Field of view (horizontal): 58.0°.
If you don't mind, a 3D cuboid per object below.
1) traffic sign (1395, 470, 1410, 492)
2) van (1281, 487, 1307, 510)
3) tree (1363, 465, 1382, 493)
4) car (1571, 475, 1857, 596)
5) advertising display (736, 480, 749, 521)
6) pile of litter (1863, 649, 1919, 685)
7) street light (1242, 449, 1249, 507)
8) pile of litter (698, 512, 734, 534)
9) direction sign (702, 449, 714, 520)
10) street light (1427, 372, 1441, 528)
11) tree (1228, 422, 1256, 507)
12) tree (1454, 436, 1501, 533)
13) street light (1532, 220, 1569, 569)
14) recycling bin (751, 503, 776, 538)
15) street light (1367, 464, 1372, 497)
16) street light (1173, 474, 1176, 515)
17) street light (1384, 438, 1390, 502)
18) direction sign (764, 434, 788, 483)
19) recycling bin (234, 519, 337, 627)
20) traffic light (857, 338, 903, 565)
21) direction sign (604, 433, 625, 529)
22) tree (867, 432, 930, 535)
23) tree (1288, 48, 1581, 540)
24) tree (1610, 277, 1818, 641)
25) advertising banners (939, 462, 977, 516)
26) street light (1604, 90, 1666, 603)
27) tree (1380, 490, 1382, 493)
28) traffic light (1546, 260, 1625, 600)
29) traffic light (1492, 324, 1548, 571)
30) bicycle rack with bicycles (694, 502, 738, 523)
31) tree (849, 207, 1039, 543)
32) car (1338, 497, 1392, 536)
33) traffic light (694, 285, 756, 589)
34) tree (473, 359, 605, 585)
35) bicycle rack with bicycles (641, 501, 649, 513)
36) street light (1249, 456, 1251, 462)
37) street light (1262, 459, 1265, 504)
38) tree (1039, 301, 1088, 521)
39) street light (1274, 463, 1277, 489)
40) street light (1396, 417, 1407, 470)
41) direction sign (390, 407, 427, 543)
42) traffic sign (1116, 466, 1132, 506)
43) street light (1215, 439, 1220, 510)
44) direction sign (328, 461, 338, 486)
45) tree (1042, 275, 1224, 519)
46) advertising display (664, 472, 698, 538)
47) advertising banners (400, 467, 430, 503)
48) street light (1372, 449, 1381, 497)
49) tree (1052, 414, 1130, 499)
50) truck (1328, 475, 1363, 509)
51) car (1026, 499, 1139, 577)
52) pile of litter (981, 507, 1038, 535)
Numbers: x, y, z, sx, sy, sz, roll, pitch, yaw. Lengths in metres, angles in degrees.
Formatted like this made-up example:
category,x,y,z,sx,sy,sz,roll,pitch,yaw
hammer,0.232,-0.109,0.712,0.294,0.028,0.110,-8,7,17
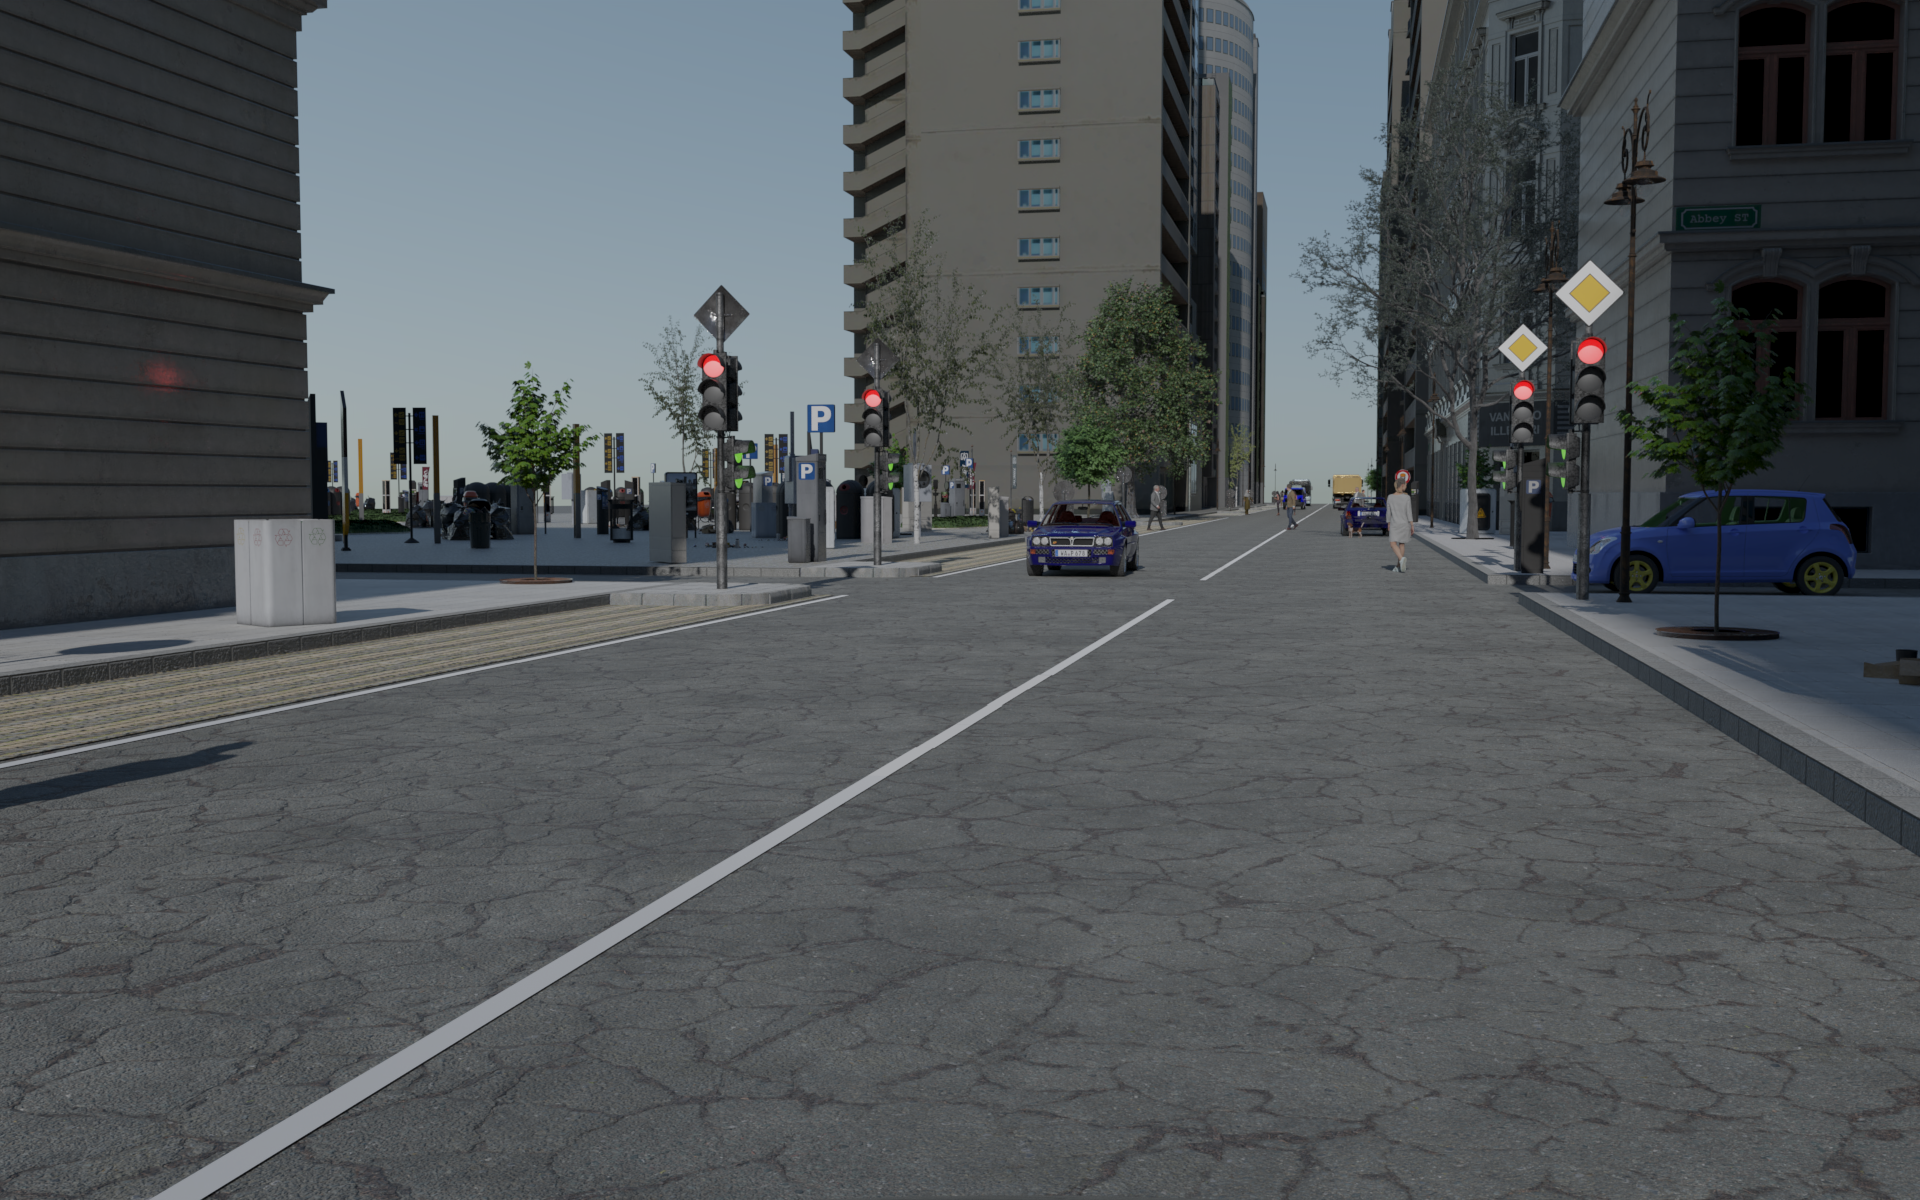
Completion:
category,x,y,z,sx,sy,sz,roll,pitch,yaw
traffic sign,23.080,-5.517,90.306,0.768,2.556,0.104,1,4,22
van,30.956,-9.530,160.203,2.240,2.365,5.245,1,4,14
tree,45.661,-12.589,189.540,4.285,4.588,4.351,0,3,0
car,10.679,-0.923,24.682,3.694,1.707,1.945,1,4,12
advertising display,-10.367,-4.680,81.727,0.974,1.923,0.123,-3,5,-44
pile of litter,6.869,0.144,11.613,1.176,0.858,1.719,0,4,-2
street light,29.190,-12.589,178.616,0.468,5.910,1.993,1,4,12
pile of litter,-7.996,-2.593,56.354,1.176,0.858,1.719,2,4,30
direction sign,-12.469,-5.792,86.698,0.876,3.537,0.379,-1,4,-23
street light,17.926,-5.679,65.634,0.468,5.910,1.993,1,4,12
tree,27.677,-13.717,174.635,4.737,8.622,4.395,0,3,0
tree,17.238,-3.846,57.488,1.663,3.219,1.824,0,3,0
street light,10.051,-3.473,29.564,0.468,5.910,1.993,1,4,12
recycling bin,-5.736,-2.356,51.079,0.722,1.027,0.722,-1,4,-17
street light,60.599,-17.397,257.225,0.468,5.910,1.993,1,4,12
street light,13.227,-8.180,106.525,0.468,5.910,1.993,1,4,12
street light,34.500,-10.233,140.094,0.468,5.910,1.993,1,4,12
direction sign,-6.908,-4.476,65.179,0.876,3.537,0.379,0,4,-5
recycling bin,-6.668,-0.279,17.122,0.722,1.027,0.722,3,5,43
traffic light,-1.470,-2.580,31.110,0.839,4.253,0.868,1,4,12
direction sign,-12.820,-4.420,64.271,0.876,3.537,0.379,2,4,24
tree,-2.153,-3.652,54.304,1.663,3.219,1.824,0,3,0
tree,14.406,-8.464,48.763,12.009,13.543,11.850,0,3,0
tree,6.711,-1.285,15.608,1.663,3.219,1.824,0,3,0
advertising banners,-0.112,-6.094,95.828,2.074,3.025,0.090,0,4,-7
street light,7.880,-2.910,20.368,0.468,5.910,1.993,1,4,12
tree,47.257,-12.130,192.924,1.663,3.219,1.824,0,3,0
traffic light,7.551,-1.959,20.950,0.839,4.253,0.868,1,4,12
traffic light,9.283,-2.436,28.745,0.839,4.253,0.868,1,4,12
bicycle rack with bicycles,-11.313,-3.973,78.335,2.925,0.926,2.852,3,5,40
tree,-0.966,-5.764,44.599,4.360,8.622,3.978,0,3,0
car,14.175,-2.924,60.392,1.945,1.354,3.894,1,4,11
traffic light,-3.202,-2.104,23.314,0.839,4.253,0.868,1,4,12
tree,-6.261,-1.861,25.026,1.663,3.219,1.824,0,3,0
bicycle rack with bicycles,-16.036,-4.649,89.386,2.852,0.926,2.925,-1,4,-18
street light,31.288,-13.144,187.691,0.468,5.910,1.993,1,4,12
street light,39.227,-15.350,223.765,0.468,5.910,1.993,1,4,12
tree,2.809,-6.887,62.957,4.360,8.622,3.978,0,3,0
street light,47.295,-17.554,259.792,0.468,5.910,1.993,1,4,12
street light,26.458,-8.029,104.061,0.468,5.910,1.993,1,4,12
direction sign,-14.380,-3.261,45.321,0.876,3.537,0.379,0,4,3
traffic sign,7.505,-4.852,79.442,0.768,2.556,0.104,1,4,19
street light,21.216,-10.384,142.569,0.468,5.910,1.993,1,4,12
direction sign,-42.370,-7.643,116.966,0.876,3.537,0.379,1,4,17
tree,9.060,-10.626,90.735,9.611,12.733,9.660,0,3,0
advertising display,-8.113,-2.763,50.387,0.974,1.923,0.123,-2,4,-27
advertising banners,-34.654,-6.964,110.050,2.074,3.025,0.090,-3,4,-39
street light,44.517,-12.973,184.900,0.468,5.910,1.993,1,4,12
tree,5.294,-5.348,71.157,4.285,4.588,4.351,0,3,0
truck,38.042,-10.679,170.527,3.469,3.379,9.791,1,4,11
car,2.256,-1.148,31.346,1.945,1.354,3.894,1,4,11
pile of litter,1.362,-2.532,55.357,1.719,0.858,1.176,-2,4,-32
